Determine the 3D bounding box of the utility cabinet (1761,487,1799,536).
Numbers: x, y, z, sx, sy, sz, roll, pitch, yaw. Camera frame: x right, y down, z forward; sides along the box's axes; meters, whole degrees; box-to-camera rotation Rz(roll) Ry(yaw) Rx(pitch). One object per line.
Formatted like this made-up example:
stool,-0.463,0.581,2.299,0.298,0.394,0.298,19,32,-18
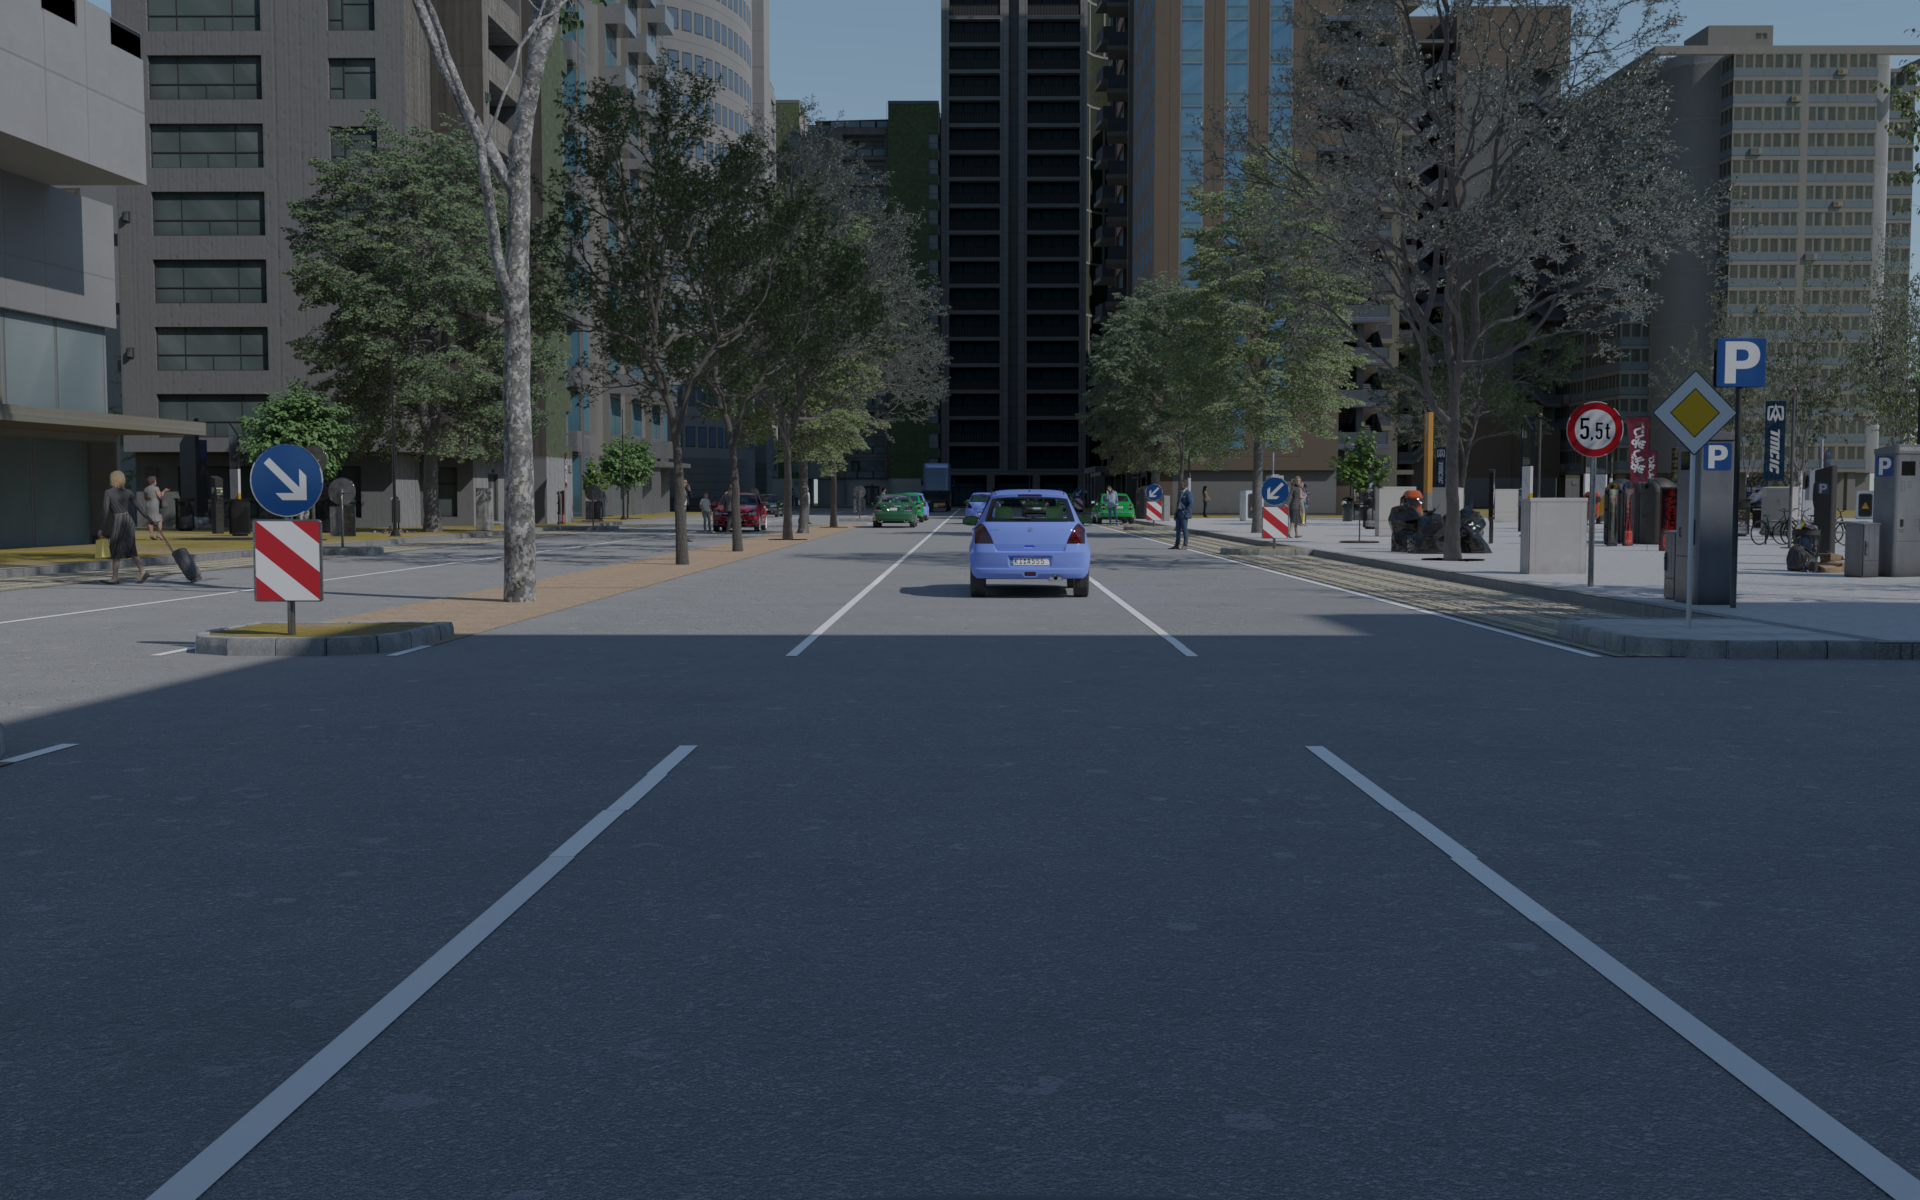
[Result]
utility cabinet,24.737,-2.667,52.292,0.318,1.500,1.173,-1,4,-18

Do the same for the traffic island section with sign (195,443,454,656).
traffic island section with sign,-6.060,-0.497,16.265,2.006,1.907,1.989,0,4,1

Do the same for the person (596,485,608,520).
person,-17.577,-4.799,84.930,0.576,1.772,0.534,-2,4,-27

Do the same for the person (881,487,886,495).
person,-4.296,-5.488,98.223,0.705,1.824,1.348,-1,4,-18

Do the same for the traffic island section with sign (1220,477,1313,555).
traffic island section with sign,7.232,-1.985,41.076,1.989,1.847,2.006,0,4,1

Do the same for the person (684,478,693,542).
person,-8.269,-2.703,52.050,0.474,1.900,0.648,0,4,-8

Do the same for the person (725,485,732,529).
person,-9.410,-3.815,70.887,0.555,1.821,0.388,-3,5,-43

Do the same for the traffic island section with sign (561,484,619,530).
traffic island section with sign,-14.633,-3.680,68.788,1.989,1.847,2.006,0,4,1

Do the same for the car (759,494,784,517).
car,-12.053,-6.029,108.360,2.009,1.686,4.222,0,4,0

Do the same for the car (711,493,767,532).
car,-8.498,-3.544,66.989,2.155,1.783,4.494,0,4,-1

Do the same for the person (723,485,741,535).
person,-8.069,-3.223,61.587,0.661,1.777,0.834,2,4,33

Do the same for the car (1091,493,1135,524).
car,7.365,-4.579,83.660,1.959,1.807,4.718,0,4,-1

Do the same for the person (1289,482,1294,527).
person,12.878,-3.720,67.441,0.524,1.755,0.480,1,4,18

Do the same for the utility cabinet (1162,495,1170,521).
utility cabinet,9.763,-4.335,82.045,0.306,1.237,1.020,0,4,2

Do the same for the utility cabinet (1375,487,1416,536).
utility cabinet,13.174,-2.675,52.414,1.173,1.500,0.318,-1,4,-9

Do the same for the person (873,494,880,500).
person,-7.086,-8.518,150.960,0.799,1.438,0.628,-2,4,-35

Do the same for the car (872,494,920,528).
car,-2.795,-3.873,75.117,2.131,1.459,4.920,0,4,0

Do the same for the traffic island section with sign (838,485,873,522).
traffic island section with sign,-5.344,-5.093,91.400,2.006,1.907,1.989,0,4,1

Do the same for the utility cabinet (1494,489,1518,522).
utility cabinet,24.497,-4.237,77.950,1.173,1.500,0.318,-1,4,-10

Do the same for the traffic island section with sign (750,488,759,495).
traffic island section with sign,-14.139,-6.769,119.303,1.989,1.847,2.006,0,4,1

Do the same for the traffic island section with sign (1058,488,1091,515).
traffic island section with sign,7.973,-6.737,118.776,1.989,1.847,2.006,0,4,1

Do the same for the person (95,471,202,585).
person,-12.963,-1.156,27.614,1.509,1.804,0.699,-1,4,-16

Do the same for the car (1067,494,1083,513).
car,7.742,-6.970,122.752,1.959,1.807,4.718,0,4,0

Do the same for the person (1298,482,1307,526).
person,13.628,-3.834,69.065,0.374,1.781,0.599,0,4,-7

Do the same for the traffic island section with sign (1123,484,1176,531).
traffic island section with sign,7.496,-3.665,68.556,1.989,1.847,2.006,0,4,1

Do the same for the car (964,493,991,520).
car,1.148,-4.531,83.679,1.945,1.707,3.694,0,4,2

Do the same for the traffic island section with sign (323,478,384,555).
traffic island section with sign,-14.895,-1.998,41.299,1.989,1.847,2.006,0,4,1

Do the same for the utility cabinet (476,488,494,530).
utility cabinet,-16.718,-3.198,60.958,0.318,1.500,1.173,0,3,0

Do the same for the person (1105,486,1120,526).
person,6.871,-4.234,77.999,0.793,1.790,0.793,-1,4,-19

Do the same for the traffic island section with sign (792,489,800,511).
traffic island section with sign,-13.888,-8.418,146.257,1.989,1.847,2.006,0,4,1

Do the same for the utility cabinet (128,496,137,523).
utility cabinet,-36.360,-3.963,75.949,0.306,1.237,1.020,0,4,-2

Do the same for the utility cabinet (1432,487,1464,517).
utility cabinet,16.175,-2.984,57.464,0.318,1.500,1.173,-2,4,-29

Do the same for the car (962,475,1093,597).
car,0.995,-0.967,25.402,1.945,1.707,3.694,0,4,1

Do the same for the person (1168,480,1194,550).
person,5.749,-2.204,44.710,0.419,1.800,0.721,-2,4,-31

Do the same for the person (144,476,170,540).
person,-22.341,-2.561,48.266,0.716,1.782,0.532,1,4,16

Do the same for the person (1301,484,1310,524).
person,14.741,-4.127,74.359,0.563,1.720,0.643,0,4,-2

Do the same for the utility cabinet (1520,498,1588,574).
utility cabinet,9.536,-1.020,27.838,1.020,1.237,0.306,-1,4,-11

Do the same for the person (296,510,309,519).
person,-21.923,-3.130,57.775,0.362,1.759,0.519,2,4,30

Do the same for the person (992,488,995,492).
person,2.191,-6.569,115.912,0.705,1.822,1.348,1,4,19

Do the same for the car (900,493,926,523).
car,-2.730,-4.879,88.563,1.959,1.807,4.718,0,4,-1

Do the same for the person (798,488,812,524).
person,-7.435,-4.530,82.669,0.850,1.850,0.679,3,5,41

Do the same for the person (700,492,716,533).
person,-9.315,-3.223,63.792,0.523,1.515,0.503,1,4,21

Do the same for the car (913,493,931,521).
car,-2.568,-5.182,94.321,1.945,1.707,3.694,0,4,0

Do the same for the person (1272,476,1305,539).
person,9.459,-2.696,50.337,1.509,1.804,0.699,-2,4,-27

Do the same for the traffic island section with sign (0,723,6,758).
traffic island section with sign,-6.141,-0.044,8.858,2.006,1.907,1.989,0,4,1
